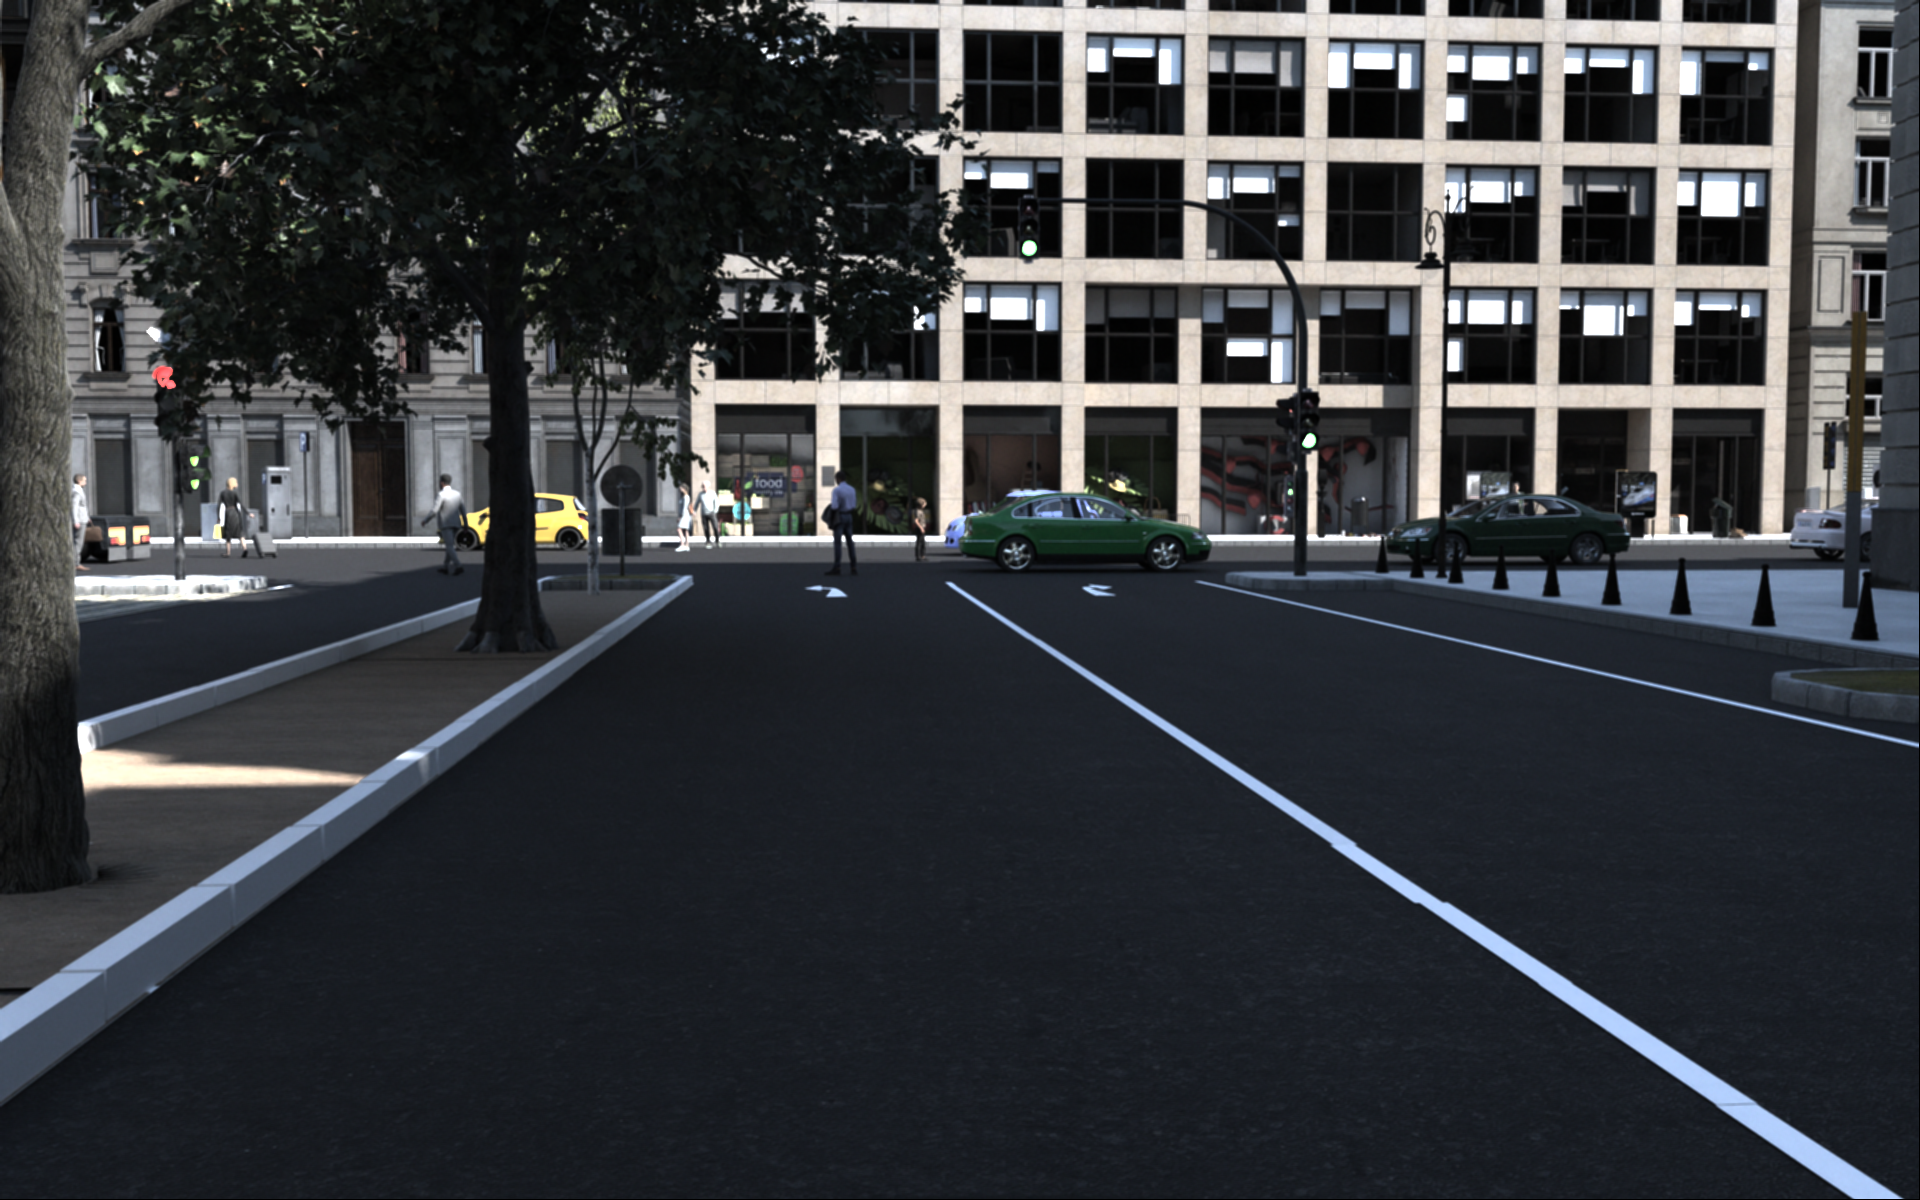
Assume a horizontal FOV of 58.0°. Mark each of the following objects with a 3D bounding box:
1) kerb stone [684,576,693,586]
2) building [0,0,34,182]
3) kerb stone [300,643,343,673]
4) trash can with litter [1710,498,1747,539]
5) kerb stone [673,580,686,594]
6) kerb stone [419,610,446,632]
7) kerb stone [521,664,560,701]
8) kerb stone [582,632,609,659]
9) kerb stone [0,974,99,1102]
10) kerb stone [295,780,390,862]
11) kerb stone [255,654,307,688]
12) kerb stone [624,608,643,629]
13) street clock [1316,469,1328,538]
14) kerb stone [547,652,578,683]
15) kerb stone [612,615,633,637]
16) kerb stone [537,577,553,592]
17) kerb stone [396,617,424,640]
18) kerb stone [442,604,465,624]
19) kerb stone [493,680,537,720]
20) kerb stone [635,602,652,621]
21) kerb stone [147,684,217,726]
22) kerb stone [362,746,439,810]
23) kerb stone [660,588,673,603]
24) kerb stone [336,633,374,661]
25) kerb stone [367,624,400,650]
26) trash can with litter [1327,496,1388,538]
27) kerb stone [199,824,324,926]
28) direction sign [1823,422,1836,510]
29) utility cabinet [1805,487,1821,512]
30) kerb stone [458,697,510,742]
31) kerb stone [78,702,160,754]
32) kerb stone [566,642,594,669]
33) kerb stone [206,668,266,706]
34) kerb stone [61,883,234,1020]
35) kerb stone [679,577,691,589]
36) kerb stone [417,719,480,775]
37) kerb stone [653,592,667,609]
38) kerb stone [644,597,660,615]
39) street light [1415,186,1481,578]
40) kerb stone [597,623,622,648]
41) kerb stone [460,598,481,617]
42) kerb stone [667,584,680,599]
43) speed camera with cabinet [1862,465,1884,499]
[{"bbox_3d":[-4.218,-0.276,26.710,0.120,0.150,1.000,0,4,-5],"label":"kerb stone"},{"bbox_3d":[-34.805,-13.810,55.467,15.834,23.373,12.332,0,4,-5],"label":"building"},{"bbox_3d":[-5.272,0.491,14.169,0.120,0.150,1.000,0,4,-5],"label":"kerb stone"},{"bbox_3d":[22.274,-2.369,50.126,0.624,1.170,1.055,-2,4,-35],"label":"trash can with litter"},{"bbox_3d":[-4.044,-0.148,24.665,0.120,0.150,1.000,0,4,-5],"label":"kerb stone"},{"bbox_3d":[-5.613,0.241,18.257,0.120,0.150,1.000,0,4,-5],"label":"kerb stone"},{"bbox_3d":[-3.006,0.602,12.349,0.120,0.150,1.000,0,4,-5],"label":"kerb stone"},{"bbox_3d":[-3.267,0.421,15.422,0.120,0.150,1.000,0,4,-5],"label":"kerb stone"},{"bbox_3d":[-2.314,1.104,4.148,0.120,0.150,1.000,0,4,-5],"label":"kerb stone"},{"bbox_3d":[-2.570,0.917,7.220,0.120,0.150,1.000,0,4,-5],"label":"kerb stone"},{"bbox_3d":[-5.184,0.554,13.143,0.120,0.150,1.000,0,4,-5],"label":"kerb stone"},{"bbox_3d":[-3.525,0.225,18.512,0.120,0.150,1.000,0,4,-5],"label":"kerb stone"},{"bbox_3d":[10.547,-2.809,50.493,0.358,2.002,0.471,0,4,4],"label":"street clock"},{"bbox_3d":[-3.098,0.544,13.374,0.120,0.150,1.000,0,4,-5],"label":"kerb stone"},{"bbox_3d":[-3.437,0.289,17.485,0.120,0.150,1.000,0,4,-5],"label":"kerb stone"},{"bbox_3d":[-6.301,-0.259,26.442,0.120,0.150,1.000,0,4,-5],"label":"kerb stone"},{"bbox_3d":[-5.532,0.303,17.236,0.120,0.150,1.000,0,4,-5],"label":"kerb stone"},{"bbox_3d":[-5.705,0.181,19.278,0.120,0.150,1.000,0,4,-5],"label":"kerb stone"},{"bbox_3d":[-2.929,0.666,11.328,0.120,0.150,1.000,0,4,-5],"label":"kerb stone"},{"bbox_3d":[-3.614,0.162,19.543,0.120,0.150,1.000,0,4,-5],"label":"kerb stone"},{"bbox_3d":[-5.007,0.682,11.084,0.120,0.150,1.000,0,4,-5],"label":"kerb stone"},{"bbox_3d":[-2.666,0.853,8.247,0.120,0.150,1.000,0,4,-5],"label":"kerb stone"},{"bbox_3d":[-3.880,-0.025,22.621,0.120,0.150,1.000,0,4,-5],"label":"kerb stone"},{"bbox_3d":[-5.353,0.428,15.195,0.120,0.150,1.000,0,4,-5],"label":"kerb stone"},{"bbox_3d":[-5.445,0.366,16.215,0.120,0.150,1.000,0,4,-5],"label":"kerb stone"},{"bbox_3d":[12.185,-2.466,51.369,2.233,1.210,1.678,3,4,36],"label":"trash can with litter"},{"bbox_3d":[-2.487,0.979,6.191,0.120,0.150,1.000,0,4,-5],"label":"kerb stone"},{"bbox_3d":[27.371,-3.827,54.567,0.379,3.537,0.876,0,4,6],"label":"direction sign"},{"bbox_3d":[25.261,-2.611,51.370,0.318,1.500,1.173,1,4,20],"label":"utility cabinet"},{"bbox_3d":[-2.840,0.728,10.299,0.120,0.150,1.000,0,4,-5],"label":"kerb stone"},{"bbox_3d":[-4.918,0.742,10.063,0.120,0.150,1.000,0,4,-5],"label":"kerb stone"},{"bbox_3d":[-3.188,0.485,14.399,0.120,0.150,1.000,0,4,-5],"label":"kerb stone"},{"bbox_3d":[-5.092,0.621,12.116,0.120,0.150,1.000,0,4,-5],"label":"kerb stone"},{"bbox_3d":[-2.406,1.041,5.170,0.120,0.150,1.000,0,4,-5],"label":"kerb stone"},{"bbox_3d":[-4.129,-0.211,25.690,0.120,0.150,1.000,0,4,-5],"label":"kerb stone"},{"bbox_3d":[-2.746,0.790,9.277,0.120,0.150,1.000,0,4,-5],"label":"kerb stone"},{"bbox_3d":[-3.785,0.040,21.588,0.120,0.150,1.000,0,4,-5],"label":"kerb stone"},{"bbox_3d":[-3.698,0.100,20.567,0.120,0.150,1.000,0,4,-5],"label":"kerb stone"},{"bbox_3d":[7.384,-3.277,26.370,0.468,5.910,1.993,0,4,-5],"label":"street light"},{"bbox_3d":[-3.355,0.351,16.459,0.120,0.150,1.000,0,4,-5],"label":"kerb stone"},{"bbox_3d":[-5.795,0.116,20.302,0.120,0.150,1.000,0,4,-5],"label":"kerb stone"},{"bbox_3d":[-3.961,-0.084,23.643,0.120,0.150,1.000,0,4,-5],"label":"kerb stone"},{"bbox_3d":[27.522,-3.535,52.140,0.660,3.252,2.038,0,4,-2],"label":"speed camera with cabinet"}]
